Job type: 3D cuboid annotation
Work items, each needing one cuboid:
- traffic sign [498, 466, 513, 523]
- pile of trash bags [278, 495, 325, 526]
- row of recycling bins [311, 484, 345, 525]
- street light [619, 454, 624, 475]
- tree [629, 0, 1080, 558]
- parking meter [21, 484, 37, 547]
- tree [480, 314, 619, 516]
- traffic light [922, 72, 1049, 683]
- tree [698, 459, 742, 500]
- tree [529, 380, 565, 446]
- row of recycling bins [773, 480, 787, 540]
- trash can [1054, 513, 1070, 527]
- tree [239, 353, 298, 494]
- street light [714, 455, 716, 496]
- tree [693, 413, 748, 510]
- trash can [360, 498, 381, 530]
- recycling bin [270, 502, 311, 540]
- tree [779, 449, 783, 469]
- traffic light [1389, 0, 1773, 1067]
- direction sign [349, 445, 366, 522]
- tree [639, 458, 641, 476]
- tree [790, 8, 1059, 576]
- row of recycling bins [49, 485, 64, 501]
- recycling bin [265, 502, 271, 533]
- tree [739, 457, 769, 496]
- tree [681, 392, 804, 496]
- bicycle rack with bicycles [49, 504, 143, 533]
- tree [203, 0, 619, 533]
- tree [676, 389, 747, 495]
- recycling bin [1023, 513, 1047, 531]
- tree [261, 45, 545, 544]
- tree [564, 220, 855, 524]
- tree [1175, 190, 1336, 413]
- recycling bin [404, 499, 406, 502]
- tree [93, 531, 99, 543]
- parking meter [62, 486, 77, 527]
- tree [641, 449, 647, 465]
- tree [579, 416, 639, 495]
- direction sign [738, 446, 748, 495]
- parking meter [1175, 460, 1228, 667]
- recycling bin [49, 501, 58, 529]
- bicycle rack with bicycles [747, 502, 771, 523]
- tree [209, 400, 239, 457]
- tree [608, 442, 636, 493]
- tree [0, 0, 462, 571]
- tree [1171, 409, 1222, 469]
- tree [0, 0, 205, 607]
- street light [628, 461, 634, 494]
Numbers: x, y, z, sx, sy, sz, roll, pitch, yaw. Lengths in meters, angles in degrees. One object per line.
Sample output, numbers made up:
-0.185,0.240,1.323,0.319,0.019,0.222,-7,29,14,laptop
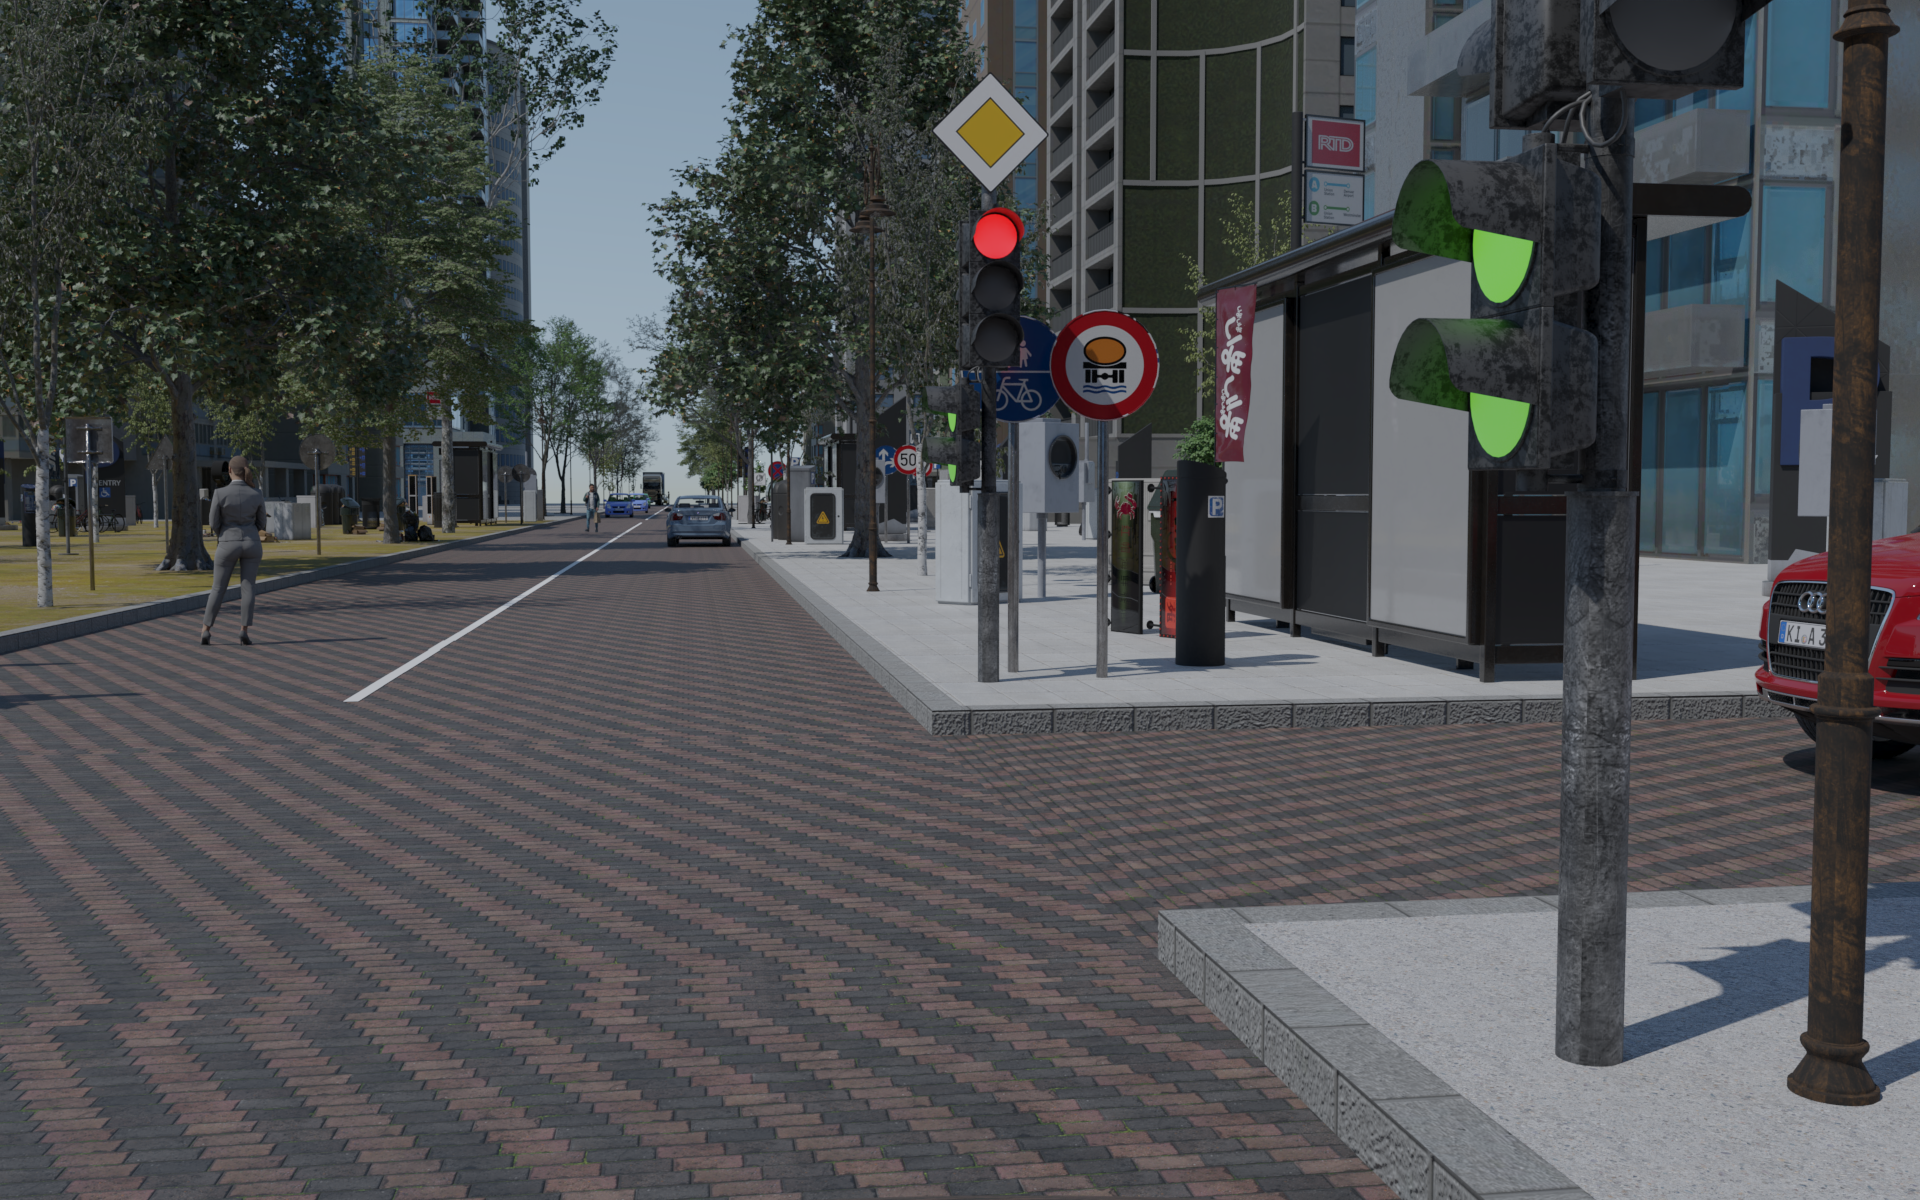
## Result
-20.360,-4.740,77.604,0.768,2.556,0.104,0,4,-1,traffic sign
-26.971,-3.603,68.660,3.447,1.369,1.912,-1,4,-13,pile of trash bags
-26.533,-4.023,72.883,1.069,1.692,3.534,-1,4,-9,row of recycling bins
-36.946,-13.239,189.243,0.468,5.910,1.993,-1,4,-9,street light
-2.036,-7.218,35.026,9.611,12.733,9.660,0,3,0,tree
-22.700,-2.071,42.280,0.372,1.533,0.369,0,3,0,parking meter
-23.827,-10.620,99.394,9.928,11.665,9.643,0,3,0,tree
0.176,-1.395,11.721,0.839,4.253,0.868,-1,4,-9,traffic light
-19.644,-9.786,143.710,4.285,4.588,4.351,0,3,0,tree
-28.833,-13.847,136.764,12.009,13.543,11.850,0,3,0,tree
-4.888,-2.606,49.713,1.069,1.692,3.534,0,4,-8,row of recycling bins
4.018,-3.449,68.038,0.748,1.137,0.748,0,3,0,trash can
-29.831,-7.508,73.118,4.737,8.622,4.395,0,3,0,tree
-19.511,-10.223,139.936,0.468,5.910,1.993,-1,4,-9,street light
-16.882,-10.666,124.750,4.737,8.622,4.395,0,3,0,tree
-21.324,-3.122,62.695,0.748,1.137,0.748,0,3,0,trash can
-18.815,-2.218,48.821,0.722,1.027,0.722,2,4,24,recycling bin
-5.465,-6.429,55.475,4.360,8.622,3.978,0,3,0,tree
1.415,-0.912,3.833,0.839,4.253,0.868,-1,4,-9,traffic light
-27.884,-5.395,80.209,0.876,3.537,0.379,1,4,17,direction sign
-36.633,-14.043,179.959,4.737,8.622,4.395,0,3,0,tree
-0.567,-4.670,26.724,4.360,8.622,3.978,0,3,0,tree
-41.099,-4.446,79.810,1.069,1.692,3.534,2,4,31,row of recycling bins
-22.599,-2.739,57.344,0.722,1.027,0.722,0,4,-8,recycling bin
-10.292,-5.763,88.823,1.663,3.219,1.824,0,3,0,tree
-13.584,-10.817,111.268,8.767,10.594,7.601,1,4,20,tree
-29.036,-2.681,57.223,2.852,0.926,2.925,2,4,35,bicycle rack with bicycles
-18.285,-12.298,56.962,12.611,20.169,13.585,0,3,0,tree
-24.402,-15.486,171.317,7.486,12.596,7.792,0,3,0,tree
2.569,-2.906,60.073,0.722,1.027,0.722,-1,4,-21,recycling bin
-14.391,-7.718,44.316,7.486,12.596,7.792,0,3,0,tree
-9.030,-9.983,73.593,12.009,13.543,11.850,0,3,0,tree
7.388,-5.559,41.251,4.737,8.622,4.395,0,3,0,tree
-26.581,-4.220,81.545,0.722,1.027,0.722,1,4,20,recycling bin
-23.075,-5.835,45.765,4.737,8.622,4.395,0,3,0,tree
-27.209,-2.722,52.915,0.372,1.533,0.369,0,3,0,parking meter
-45.309,-17.672,239.305,4.737,8.622,4.395,0,3,0,tree
-32.139,-12.462,154.112,4.737,8.622,4.395,0,3,0,tree
-10.319,-5.544,82.641,0.379,3.537,0.876,2,4,29,direction sign
1.809,-0.281,13.000,0.372,1.533,0.369,0,3,0,parking meter
-34.000,-3.163,64.272,0.722,1.027,0.722,1,4,16,recycling bin
-8.357,-3.892,77.012,2.852,0.926,2.925,3,5,39,bicycle rack with bicycles
-30.743,-7.063,65.848,4.737,8.622,4.395,0,3,0,tree
-42.688,-16.341,217.538,4.360,8.622,3.978,0,3,0,tree
-13.206,-6.861,29.184,9.611,12.733,9.660,0,3,0,tree
9.373,-4.842,62.883,4.285,4.588,4.351,0,3,0,tree
-10.666,-4.232,19.562,4.360,8.622,3.978,0,3,0,tree
-40.342,-14.575,211.090,0.468,5.910,1.993,-1,4,-9,street light
